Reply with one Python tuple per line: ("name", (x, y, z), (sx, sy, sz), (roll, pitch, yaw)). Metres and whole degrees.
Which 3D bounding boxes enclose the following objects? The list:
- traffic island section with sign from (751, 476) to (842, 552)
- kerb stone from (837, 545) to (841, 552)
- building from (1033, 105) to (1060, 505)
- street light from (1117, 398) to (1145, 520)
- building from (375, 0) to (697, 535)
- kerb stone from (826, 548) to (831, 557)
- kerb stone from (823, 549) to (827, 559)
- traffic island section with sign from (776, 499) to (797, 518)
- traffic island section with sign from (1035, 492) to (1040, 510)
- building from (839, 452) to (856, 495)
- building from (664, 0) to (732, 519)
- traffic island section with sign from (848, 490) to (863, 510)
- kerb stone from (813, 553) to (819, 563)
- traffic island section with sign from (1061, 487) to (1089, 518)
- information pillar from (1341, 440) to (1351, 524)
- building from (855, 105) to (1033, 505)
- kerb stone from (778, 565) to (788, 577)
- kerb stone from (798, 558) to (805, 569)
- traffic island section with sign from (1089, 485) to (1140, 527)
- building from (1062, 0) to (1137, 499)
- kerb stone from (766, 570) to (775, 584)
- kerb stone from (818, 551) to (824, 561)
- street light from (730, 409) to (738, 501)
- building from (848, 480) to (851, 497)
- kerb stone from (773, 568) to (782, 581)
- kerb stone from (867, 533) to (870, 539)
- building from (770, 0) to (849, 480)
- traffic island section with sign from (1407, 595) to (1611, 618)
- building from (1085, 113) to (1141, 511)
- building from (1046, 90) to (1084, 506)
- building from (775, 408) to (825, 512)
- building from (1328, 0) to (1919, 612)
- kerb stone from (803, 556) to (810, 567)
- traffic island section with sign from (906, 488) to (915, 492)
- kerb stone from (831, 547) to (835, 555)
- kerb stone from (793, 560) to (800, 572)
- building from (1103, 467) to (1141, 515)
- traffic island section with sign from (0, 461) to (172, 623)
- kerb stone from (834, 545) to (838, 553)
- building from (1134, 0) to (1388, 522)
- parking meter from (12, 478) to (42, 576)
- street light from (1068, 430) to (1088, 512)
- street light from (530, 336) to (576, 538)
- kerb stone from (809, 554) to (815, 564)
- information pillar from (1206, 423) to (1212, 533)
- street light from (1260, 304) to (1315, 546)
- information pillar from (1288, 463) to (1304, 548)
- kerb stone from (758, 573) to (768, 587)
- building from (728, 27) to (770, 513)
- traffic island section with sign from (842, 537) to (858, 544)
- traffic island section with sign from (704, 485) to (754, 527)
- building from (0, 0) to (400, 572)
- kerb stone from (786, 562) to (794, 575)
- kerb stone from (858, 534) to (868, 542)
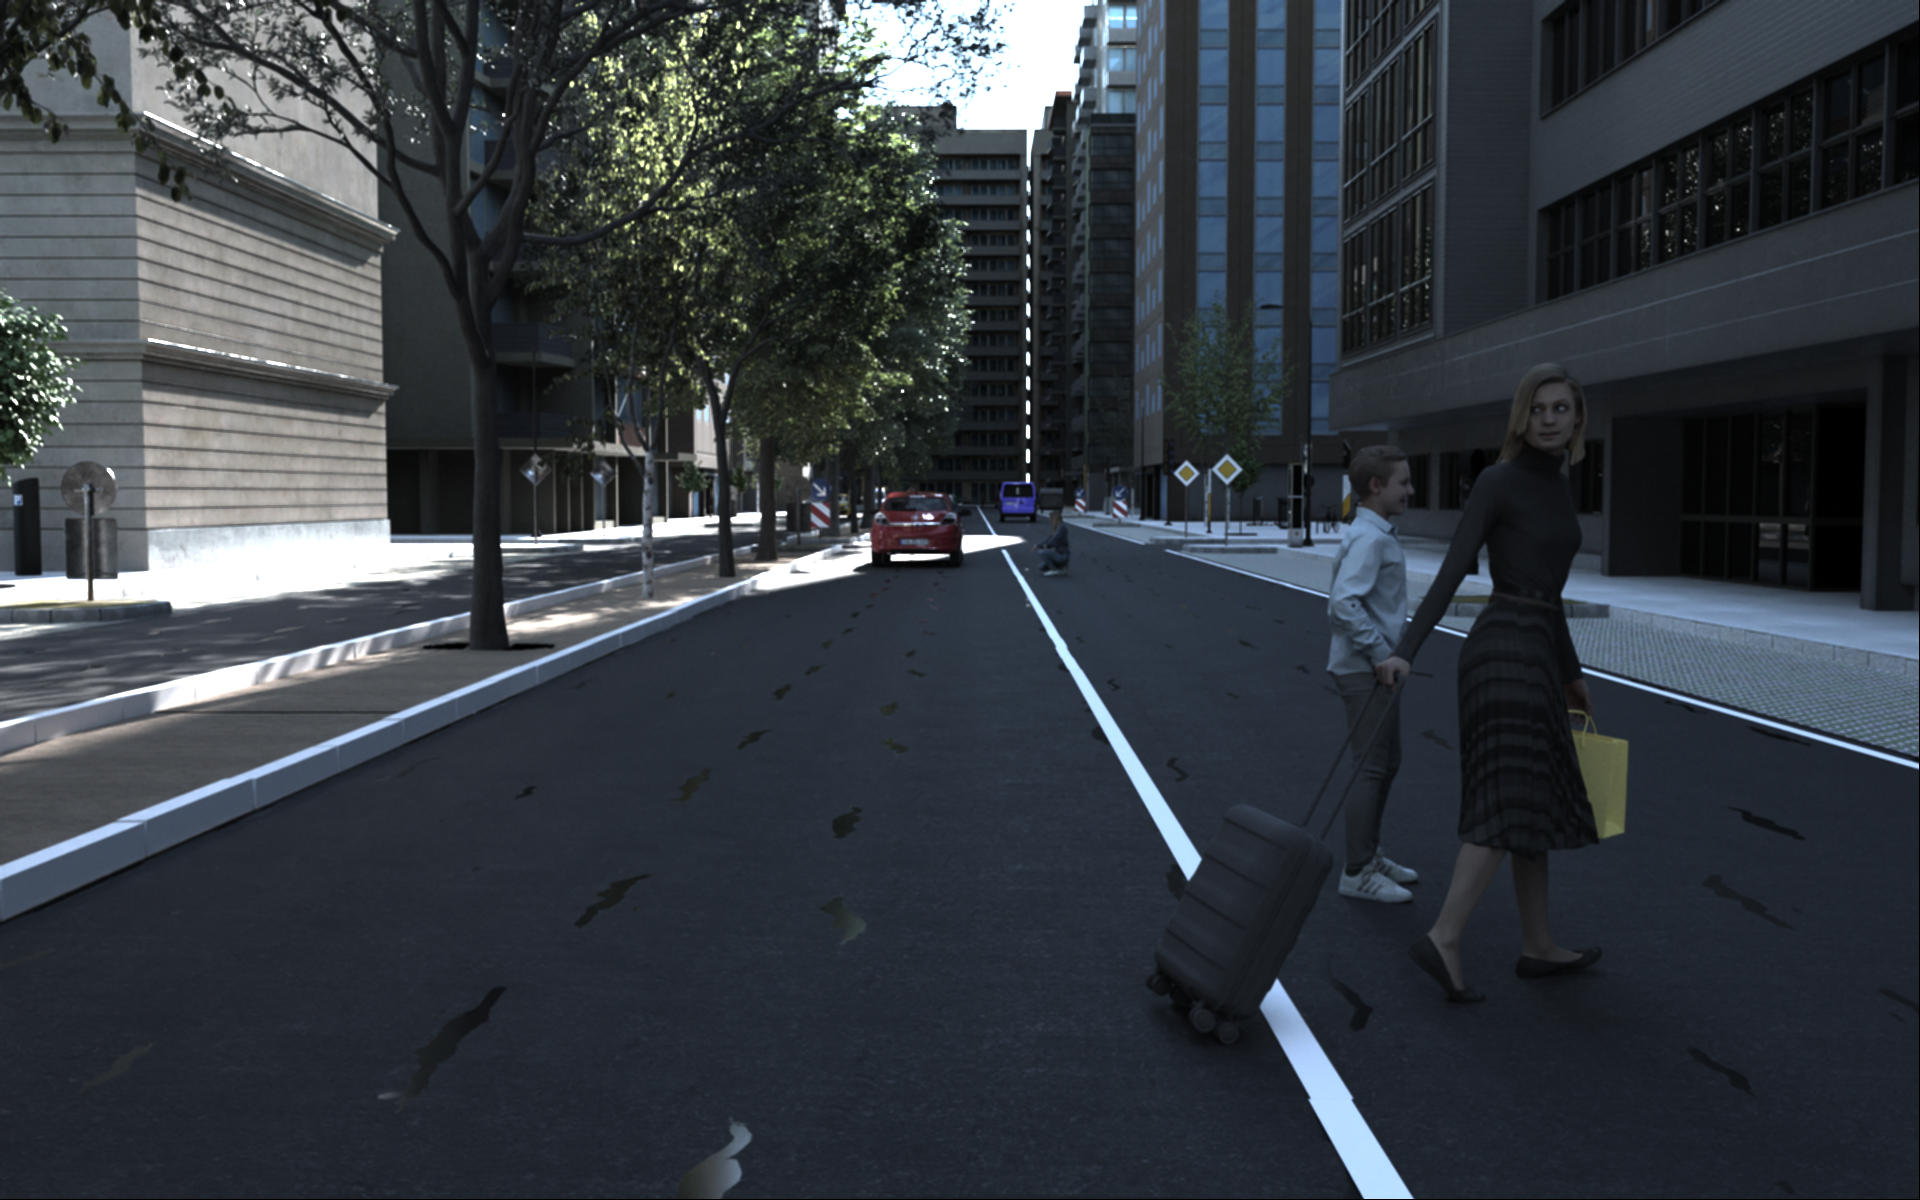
("traffic island section with sign", (-4.084, -2.141, 43.140), (2.006, 1.907, 1.989), (0, 4, 0))
("kerb stone", (-3.045, -1.213, 42.168), (0.120, 0.150, 1.000), (0, 4, 0))
("building", (19.425, -36.434, 219.399), (21.600, 48.544, 21.300), (0, 4, 0))
("street light", (8.337, -6.834, 84.273), (1.470, 5.913, 1.316), (0, 4, 0))
("building", (-22.468, -25.183, 66.370), (22.147, 44.769, 28.867), (0, 4, 0))
("kerb stone", (-3.066, -1.030, 39.090), (0.120, 0.150, 1.000), (0, 4, 0))
("kerb stone", (-3.071, -0.967, 38.069), (0.120, 0.150, 1.000), (0, 4, 0))
("traffic island section with sign", (-9.853, -5.756, 102.738), (1.989, 1.847, 2.006), (0, 4, 0))
("traffic island section with sign", (7.430, -10.486, 180.081), (1.989, 1.847, 2.006), (0, 4, 0))
("building", (-18.909, -31.288, 195.150), (14.086, 41.232, 14.154), (0, 4, 0))
("building", (-20.656, -27.261, 95.822), (14.600, 45.320, 14.200), (0, 4, 0))
("traffic island section with sign", (-9.569, -8.856, 153.429), (1.989, 1.847, 2.006), (0, 4, 0))
("kerb stone", (-3.080, -0.845, 36.016), (0.120, 0.150, 1.000), (0, 4, 0))
("traffic island section with sign", (6.958, -5.749, 102.618), (1.989, 1.847, 2.006), (0, 4, 0))
("information pillar", (16.731, -5.113, 74.945), (0.183, 3.616, 0.504), (-1, 4, -20))
("building", (-2.310, -36.438, 219.460), (21.600, 48.544, 21.300), (0, 4, 0))
("kerb stone", (-3.116, -0.469, 29.857), (0.120, 0.150, 1.000), (0, 4, 0))
("kerb stone", (-3.105, -0.654, 32.935), (0.120, 0.150, 1.000), (0, 4, 0))
("traffic island section with sign", (6.813, -4.100, 75.663), (1.989, 1.847, 2.006), (0, 4, 0))
("building", (21.673, -32.858, 156.834), (23.786, 49.044, 30.456), (0, 4, 0))
("kerb stone", (-3.124, -0.343, 27.803), (0.120, 0.150, 1.000), (0, 4, 0))
("kerb stone", (-3.073, -0.908, 37.041), (0.120, 0.150, 1.000), (0, 4, 0))
("street light", (-11.730, -7.342, 92.582), (1.470, 5.913, 1.316), (0, 4, 0))
("building", (-25.272, -32.579, 224.546), (23.993, 40.220, 32.217), (0, 4, 0))
("kerb stone", (-3.117, -0.399, 28.825), (0.120, 0.150, 1.000), (0, 4, 0))
("kerb stone", (-2.973, -1.941, 53.981), (0.120, 0.150, 1.000), (0, 4, 0))
("building", (-25.784, -35.388, 167.829), (28.713, 52.752, 27.495), (0, 4, 0))
("traffic island section with sign", (6.488, -0.746, 20.832), (1.989, 1.847, 2.006), (0, 4, 0))
("building", (16.622, -22.204, 134.741), (14.160, 30.474, 14.107), (0, 4, 0))
("building", (20.622, -32.535, 186.577), (22.147, 44.769, 28.867), (0, 4, 0))
("building", (-25.246, -18.079, 140.635), (27.650, 21.520, 28.899), (0, 4, 0))
("building", (15.831, -12.704, 26.775), (14.314, 24.678, 30.058), (0, 4, 0))
("kerb stone", (-3.093, -0.720, 33.962), (0.120, 0.150, 1.000), (0, 4, 0))
("traffic island section with sign", (-3.598, -7.190, 125.685), (2.006, 1.907, 1.989), (0, 4, 0))
("kerb stone", (-3.060, -1.096, 40.120), (0.120, 0.150, 1.000), (0, 4, 0))
("kerb stone", (-3.105, -0.594, 31.907), (0.120, 0.150, 1.000), (0, 4, 0))
("building", (26.056, -25.734, 112.630), (32.217, 40.220, 23.993), (0, 4, 0))
("traffic island section with sign", (-10.344, -0.698, 20.048), (1.989, 1.847, 2.006), (0, 4, 0))
("kerb stone", (-3.049, -1.154, 41.142), (0.120, 0.150, 1.000), (0, 4, 0))
("building", (16.269, -26.628, 85.485), (14.600, 45.320, 14.200), (0, 4, 0))
("parking meter", (-14.726, -1.158, 27.338), (0.372, 1.533, 0.369), (0, 3, 0))
("street light", (8.552, -9.365, 125.664), (1.470, 5.913, 1.316), (0, 4, 0))
("street light", (-11.939, -4.790, 50.860), (1.470, 5.913, 1.316), (0, 4, 0))
("kerb stone", (-3.089, -0.781, 34.984), (0.120, 0.150, 1.000), (0, 4, 0))
("information pillar", (8.187, -4.003, 56.802), (0.183, 3.616, 0.504), (0, 4, 7))
("street light", (8.011, -4.273, 42.401), (1.470, 5.913, 1.316), (0, 4, 0))
("information pillar", (8.054, -2.266, 41.548), (0.304, 2.012, 0.304), (0, 4, -3))
("kerb stone", (-3.130, -0.277, 26.780), (0.120, 0.150, 1.000), (0, 4, 0))
("building", (-20.510, -26.572, 118.048), (14.154, 41.232, 14.086), (0, 4, 0))
("traffic island section with sign", (-4.031, -2.594, 50.547), (2.006, 1.907, 1.989), (0, 4, 0))
("traffic island section with sign", (-10.019, -4.092, 75.530), (1.989, 1.847, 2.006), (0, 4, 0))
("building", (-30.284, -13.189, 34.728), (34.723, 24.649, 14.460), (0, 4, 0))
("kerb stone", (-3.112, -0.531, 30.879), (0.120, 0.150, 1.000), (0, 4, 0))
("kerb stone", (-2.976, -1.881, 52.953), (0.120, 0.150, 1.000), (0, 4, 0))
